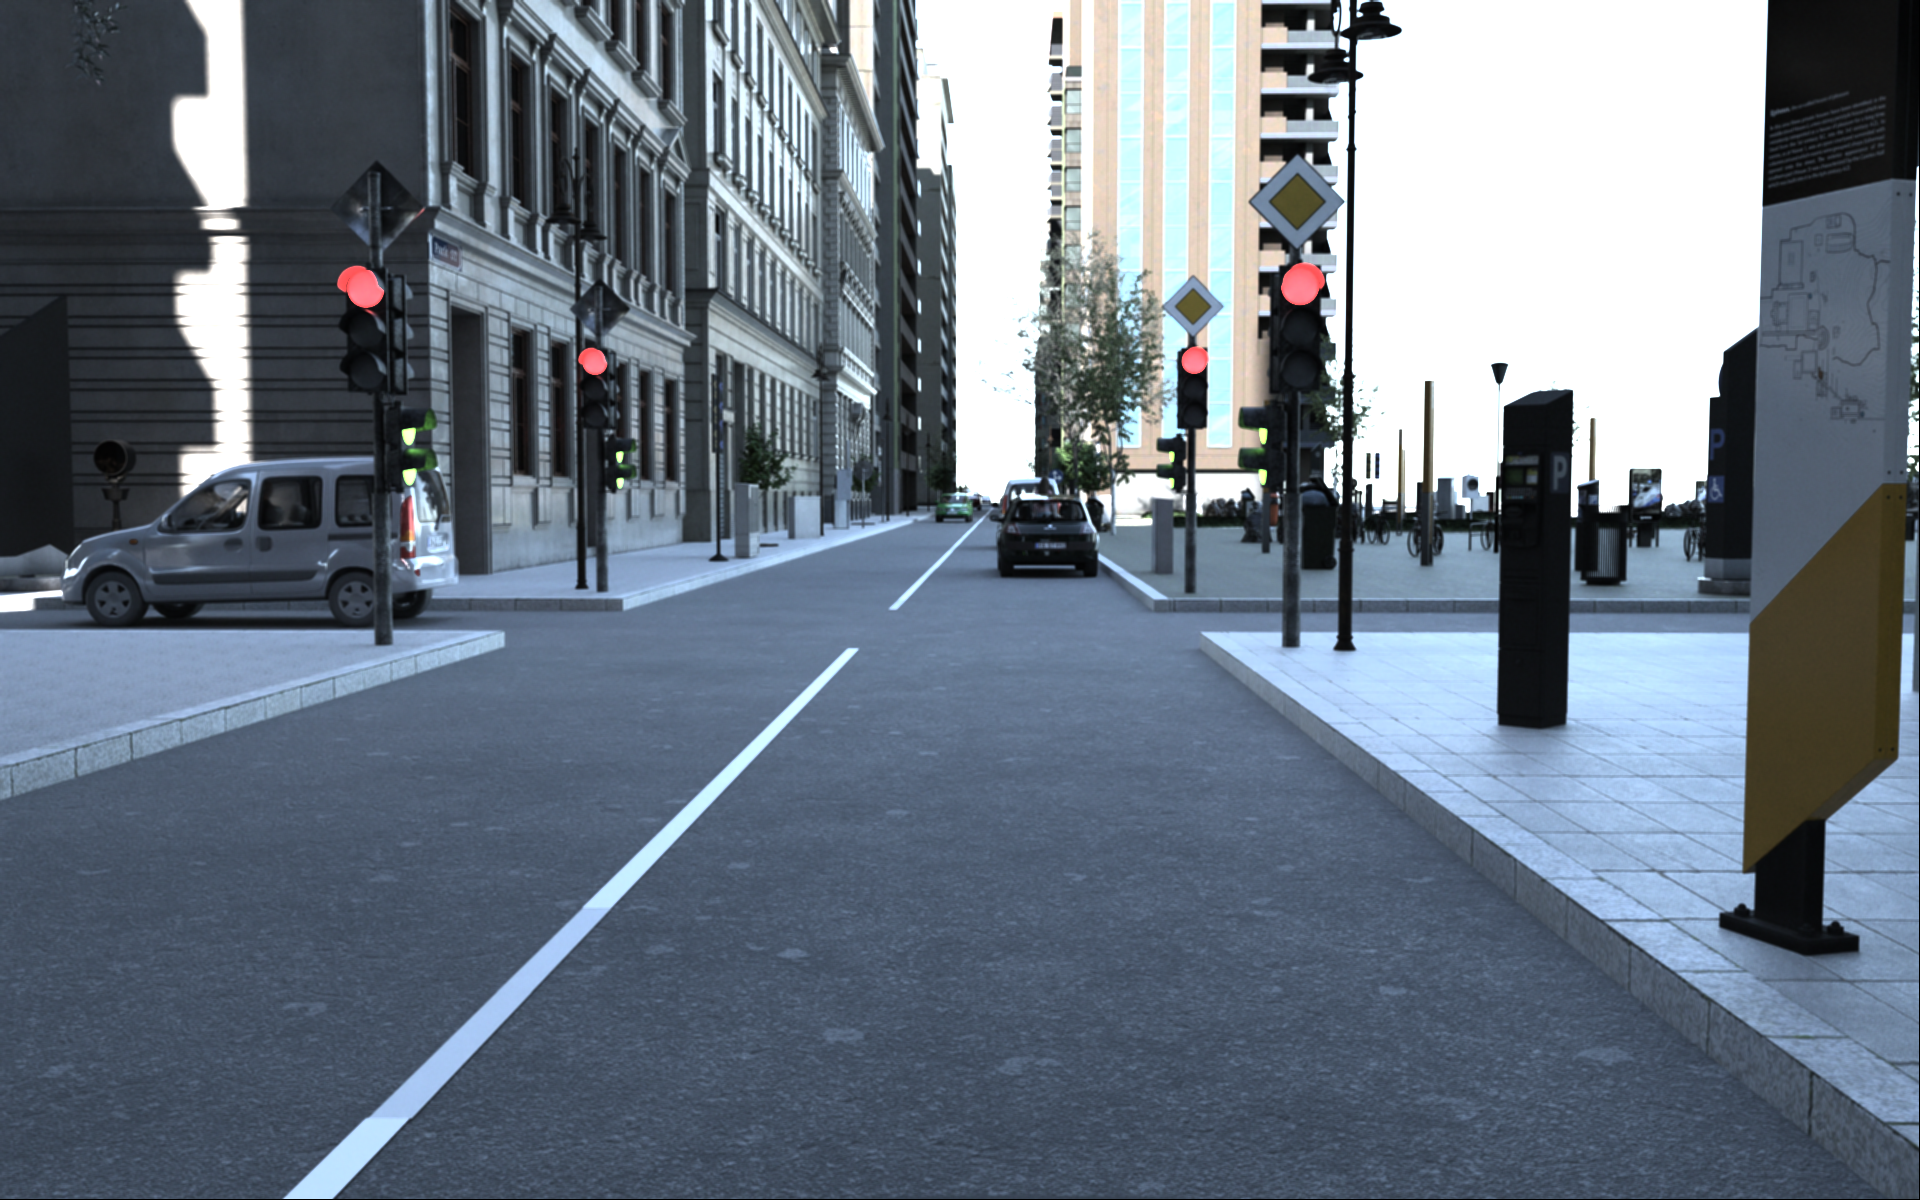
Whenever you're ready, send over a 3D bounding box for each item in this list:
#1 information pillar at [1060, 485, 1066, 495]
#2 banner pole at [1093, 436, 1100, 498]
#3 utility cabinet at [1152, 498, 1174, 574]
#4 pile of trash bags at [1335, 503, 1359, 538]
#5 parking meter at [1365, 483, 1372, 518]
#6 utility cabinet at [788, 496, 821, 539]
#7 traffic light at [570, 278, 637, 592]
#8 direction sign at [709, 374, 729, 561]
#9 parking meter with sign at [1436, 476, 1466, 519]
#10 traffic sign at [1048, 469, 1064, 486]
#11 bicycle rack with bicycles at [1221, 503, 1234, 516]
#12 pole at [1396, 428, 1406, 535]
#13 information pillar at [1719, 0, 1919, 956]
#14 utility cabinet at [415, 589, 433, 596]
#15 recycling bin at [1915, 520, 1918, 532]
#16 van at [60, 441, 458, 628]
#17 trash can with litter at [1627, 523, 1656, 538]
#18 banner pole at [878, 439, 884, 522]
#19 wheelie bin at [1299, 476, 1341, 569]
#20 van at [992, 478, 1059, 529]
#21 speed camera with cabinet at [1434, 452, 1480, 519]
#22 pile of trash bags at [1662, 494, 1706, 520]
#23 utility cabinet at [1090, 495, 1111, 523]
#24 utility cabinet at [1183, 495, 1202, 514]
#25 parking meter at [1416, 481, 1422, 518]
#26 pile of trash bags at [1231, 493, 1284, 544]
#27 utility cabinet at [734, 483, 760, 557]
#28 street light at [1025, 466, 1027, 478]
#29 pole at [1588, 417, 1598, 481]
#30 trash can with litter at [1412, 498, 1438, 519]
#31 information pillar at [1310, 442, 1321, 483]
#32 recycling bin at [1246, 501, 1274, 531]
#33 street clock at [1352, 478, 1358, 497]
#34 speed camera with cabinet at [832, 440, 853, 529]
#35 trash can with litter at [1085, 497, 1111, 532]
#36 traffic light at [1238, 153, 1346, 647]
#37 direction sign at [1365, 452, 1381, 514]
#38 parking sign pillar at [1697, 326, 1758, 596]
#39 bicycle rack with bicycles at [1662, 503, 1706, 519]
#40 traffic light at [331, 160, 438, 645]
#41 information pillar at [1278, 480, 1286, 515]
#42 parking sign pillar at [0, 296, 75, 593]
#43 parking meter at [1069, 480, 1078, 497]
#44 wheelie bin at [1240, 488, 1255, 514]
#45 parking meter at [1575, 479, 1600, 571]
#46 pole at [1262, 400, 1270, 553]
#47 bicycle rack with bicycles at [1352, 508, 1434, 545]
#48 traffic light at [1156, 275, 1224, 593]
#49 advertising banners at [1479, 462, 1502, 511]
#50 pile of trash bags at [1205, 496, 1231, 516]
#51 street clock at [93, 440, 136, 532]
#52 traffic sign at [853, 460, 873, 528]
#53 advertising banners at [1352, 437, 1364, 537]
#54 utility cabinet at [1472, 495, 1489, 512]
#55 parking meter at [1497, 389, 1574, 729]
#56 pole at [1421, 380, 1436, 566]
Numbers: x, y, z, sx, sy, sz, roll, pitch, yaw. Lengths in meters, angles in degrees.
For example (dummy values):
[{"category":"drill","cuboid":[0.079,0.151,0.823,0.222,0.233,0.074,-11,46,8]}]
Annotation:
[{"category":"information pillar","cuboid":[5.702,-5.602,96.081,0.304,2.012,0.304,-1,4,-9]},{"category":"banner pole","cuboid":[5.697,-5.031,72.266,0.401,3.779,0.863,-1,4,-18]},{"category":"utility cabinet","cuboid":[3.321,-1.052,28.368,0.306,1.237,1.020,0,4,3]},{"category":"pile of trash bags","cuboid":[10.620,-2.486,50.398,1.912,1.369,3.447,1,4,12]},{"category":"parking meter","cuboid":[21.648,-5.267,91.823,0.255,1.863,0.399,-1,4,-15]},{"category":"utility cabinet","cuboid":[-4.475,-2.360,49.749,0.306,1.237,1.020,3,5,43]},{"category":"traffic light","cuboid":[-4.678,-2.061,22.623,0.839,4.253,0.868,0,4,2]},{"category":"direction sign","cuboid":[-4.625,-2.513,33.086,0.379,3.537,0.876,0,4,4]},{"category":"parking meter with sign","cuboid":[20.444,-4.684,72.852,1.738,3.016,0.543,3,5,42]},{"category":"traffic sign","cuboid":[4.867,-5.364,87.807,0.768,2.556,0.104,0,4,4]},{"category":"bicycle rack with bicycles","cuboid":[12.231,-3.708,74.014,2.852,0.926,2.925,1,4,11]},{"category":"pole","cuboid":[13.644,-3.661,53.704,0.158,3.312,0.155,0,3,0]},{"category":"information pillar","cuboid":[2.410,-0.823,4.806,0.183,3.616,0.504,-1,4,-17]},{"category":"utility cabinet","cuboid":[-7.210,-0.664,22.023,1.020,1.237,0.306,1,4,21]},{"category":"recycling bin","cuboid":[32.690,-2.868,59.448,0.722,1.027,0.722,3,5,42]},{"category":"van","cuboid":[-7.797,-0.753,19.326,4.112,2.044,2.013,0,4,1]},{"category":"trash can with litter","cuboid":[19.541,-2.353,49.865,0.624,1.170,1.055,-3,4,-39]},{"category":"banner pole","cuboid":[-3.551,-5.381,77.998,0.401,3.779,0.863,1,4,17]},{"category":"wheelie bin","cuboid":[6.093,-1.332,29.679,0.693,1.594,0.980,0,4,-4]},{"category":"van","cuboid":[1.847,-2.377,45.881,2.013,2.044,4.112,0,4,1]},{"category":"speed camera with cabinet","cuboid":[23.329,-5.321,81.339,2.038,3.252,0.660,-1,4,-10]},{"category":"pile of trash bags","cuboid":[31.698,-4.066,76.227,3.447,1.369,1.912,-2,4,-26]},{"category":"utility cabinet","cuboid":[6.307,-4.038,77.182,1.020,1.237,0.306,-2,4,-24]},{"category":"utility cabinet","cuboid":[13.093,-5.272,97.356,1.020,1.237,0.306,0,4,-1]},{"category":"parking meter","cuboid":[21.055,-4.505,79.374,0.255,1.863,0.399,2,4,28]},{"category":"pile of trash bags","cuboid":[8.336,-2.205,45.812,1.912,1.369,3.447,1,4,13]},{"category":"utility cabinet","cuboid":[-4.296,-1.614,35.060,0.318,1.500,1.173,0,4,3]},{"category":"street light","cuboid":[8.910,-15.495,226.131,0.468,5.910,1.993,0,4,2]},{"category":"pole","cuboid":[16.790,-3.190,46.001,0.158,3.312,0.155,0,3,0]},{"category":"trash can with litter","cuboid":[18.967,-3.638,70.872,1.055,1.170,0.624,-1,4,-17]},{"category":"information pillar","cuboid":[16.054,-5.309,78.159,0.504,3.616,0.183,0,4,-8]},{"category":"recycling bin","cuboid":[10.393,-2.897,59.917,0.722,1.027,0.722,-2,4,-26]},{"category":"street clock","cuboid":[17.612,-4.477,77.774,0.358,2.002,0.471,-3,5,-41]},{"category":"speed camera with cabinet","cuboid":[-4.361,-4.248,63.792,0.660,3.252,2.038,-1,4,-8]},{"category":"trash can with litter","cuboid":[4.715,-2.894,58.699,1.055,1.170,0.624,-3,4,-39]},{"category":"traffic light","cuboid":[2.766,-1.561,14.451,0.839,4.253,0.868,0,4,2]},{"category":"direction sign","cuboid":[22.241,-6.199,93.348,0.876,3.537,0.379,-1,4,-14]},{"category":"parking sign pillar","cuboid":[10.321,-2.067,22.271,1.447,3.967,1.447,-1,4,-10]},{"category":"bicycle rack with bicycles","cuboid":[27.903,-3.312,67.535,2.852,0.926,2.925,2,4,32]},{"category":"traffic light","cuboid":[-4.893,-1.573,14.641,0.839,4.253,0.868,0,4,2]},{"category":"information pillar","cuboid":[16.608,-5.192,89.374,0.304,2.012,0.304,2,4,26]},{"category":"parking sign pillar","cuboid":[-12.593,-2.121,23.147,1.447,3.967,1.447,2,4,27]},{"category":"parking meter","cuboid":[4.750,-4.086,72.510,0.255,1.863,0.399,2,4,30]},{"category":"wheelie bin","cuboid":[14.267,-4.774,85.967,0.693,1.594,0.980,0,4,0]},{"category":"parking meter","cuboid":[10.495,-1.257,28.971,0.372,1.533,0.369,0,3,0]},{"category":"pole","cuboid":[6.675,-2.684,37.718,0.158,3.312,0.155,0,3,0]},{"category":"bicycle rack with bicycles","cuboid":[11.231,-1.931,44.958,2.852,0.926,2.925,1,4,16]},{"category":"traffic light","cuboid":[2.981,-2.050,22.433,0.839,4.253,0.868,0,4,2]},{"category":"advertising banners","cuboid":[28.872,-6.007,94.406,2.074,3.025,0.090,3,4,37]},{"category":"pile of trash bags","cuboid":[14.367,-4.973,91.065,1.912,1.369,3.447,3,5,39]},{"category":"street clock","cuboid":[-11.347,-1.145,23.299,0.471,2.002,0.358,0,4,5]},{"category":"traffic sign","cuboid":[-3.658,-3.989,65.329,0.768,2.556,0.104,0,4,3]},{"category":"advertising banners","cuboid":[12.053,-3.457,52.706,0.090,3.025,2.074,0,4,3]},{"category":"utility cabinet","cuboid":[27.244,-4.876,90.885,1.020,1.237,0.306,-1,4,-19]},{"category":"parking meter","cuboid":[3.181,-0.237,9.582,0.399,1.863,0.255,-3,5,-45]},{"category":"pole","cuboid":[8.381,-2.272,30.998,0.158,3.312,0.155,0,3,0]}]
